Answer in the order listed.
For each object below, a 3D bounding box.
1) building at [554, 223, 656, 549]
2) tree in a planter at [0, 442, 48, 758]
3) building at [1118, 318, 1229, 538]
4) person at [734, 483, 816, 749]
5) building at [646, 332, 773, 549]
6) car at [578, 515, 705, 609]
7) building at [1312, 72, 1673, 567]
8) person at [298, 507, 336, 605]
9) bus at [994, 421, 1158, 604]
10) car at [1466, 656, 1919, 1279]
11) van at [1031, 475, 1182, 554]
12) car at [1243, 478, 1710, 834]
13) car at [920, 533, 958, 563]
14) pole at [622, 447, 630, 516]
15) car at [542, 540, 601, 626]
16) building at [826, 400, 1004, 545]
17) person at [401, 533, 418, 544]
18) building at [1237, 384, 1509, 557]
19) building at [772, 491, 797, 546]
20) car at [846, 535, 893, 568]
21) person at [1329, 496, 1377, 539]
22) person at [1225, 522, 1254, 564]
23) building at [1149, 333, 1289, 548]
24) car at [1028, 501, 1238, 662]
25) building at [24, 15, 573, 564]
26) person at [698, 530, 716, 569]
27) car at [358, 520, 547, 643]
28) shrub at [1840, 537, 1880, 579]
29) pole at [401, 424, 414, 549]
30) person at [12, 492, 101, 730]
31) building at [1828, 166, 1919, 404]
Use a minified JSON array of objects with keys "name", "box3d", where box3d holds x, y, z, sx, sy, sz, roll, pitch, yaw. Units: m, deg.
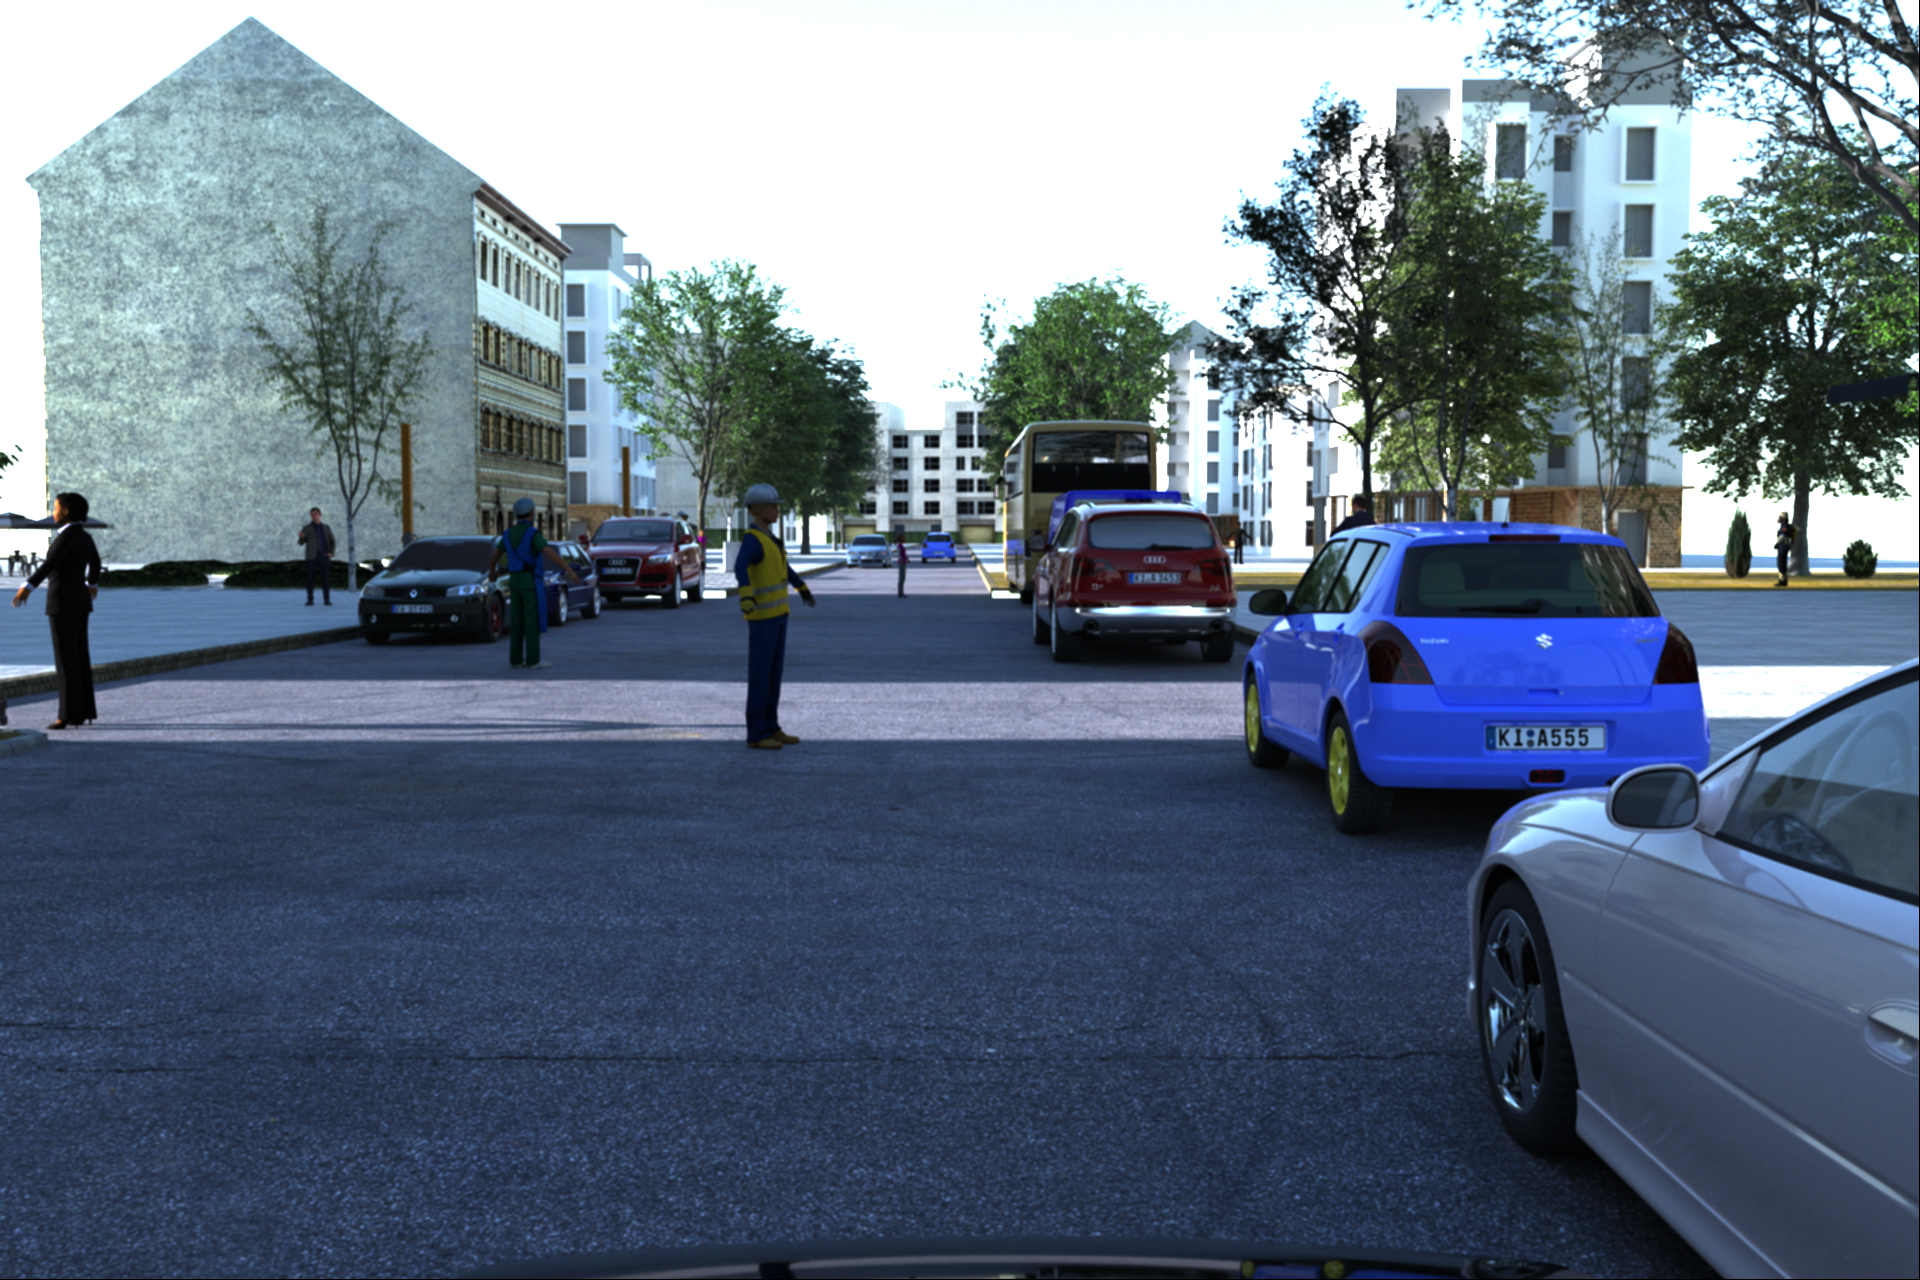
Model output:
[{"name":"building","box3d":[-25.943,-15.303,106.622,16.016,20.090,11.380,0,4,0]},{"name":"tree in a planter","box3d":[-7.133,-0.847,11.078,1.991,3.239,1.994,0,4,0]},{"name":"building","box3d":[23.794,-21.717,185.997,19.493,23.208,18.063,0,4,0]},{"name":"person","box3d":[-1.236,-0.168,11.675,0.721,1.772,1.216,1,4,15]},{"name":"building","box3d":[-28.182,-18.418,167.594,16.747,18.905,31.486,0,4,0]},{"name":"car","box3d":[-6.433,-1.610,35.004,2.281,1.827,5.304,0,4,0]},{"name":"building","box3d":[21.112,-13.509,77.299,16.016,20.090,11.380,0,4,0]},{"name":"person","box3d":[-11.516,-1.495,31.015,0.617,1.759,0.750,-1,4,-17]},{"name":"bus","box3d":[2.386,-2.873,38.520,2.896,3.916,12.252,0,4,-1]},{"name":"car","box3d":[2.207,0.597,2.599,2.083,1.381,4.827,0,4,0]},{"name":"van","box3d":[2.279,-1.355,26.543,2.240,2.365,5.245,0,3,0]},{"name":"car","box3d":[2.633,0.000,9.585,1.945,1.707,3.694,0,4,0]},{"name":"car","box3d":[-1.046,-4.672,85.977,1.945,1.707,3.694,0,4,0]},{"name":"pole","box3d":[-7.814,-2.860,40.606,0.158,3.312,0.155,0,3,0]},{"name":"car","box3d":[-7.018,-0.952,28.141,1.945,1.354,3.894,0,4,0]},{"name":"building","box3d":[-1.236,-22.417,235.427,31.486,18.905,16.747,0,4,6]},{"name":"person","box3d":[-22.225,-3.904,69.957,1.348,1.813,0.705,3,5,40]},{"name":"building","box3d":[22.352,-9.473,97.037,9.099,9.664,28.070,0,4,0]},{"name":"building","box3d":[-23.240,-15.782,200.179,9.099,9.664,28.070,0,4,0]},{"name":"car","box3d":[-3.844,-3.789,73.959,2.014,1.417,4.499,0,4,0]},{"name":"person","box3d":[4.961,-0.958,22.160,0.683,1.767,0.568,-2,4,-24]},{"name":"person","box3d":[11.853,-4.122,73.612,1.346,1.802,0.704,2,4,33]},{"name":"building","box3d":[23.856,-19.233,170.878,16.016,20.090,11.380,0,4,0]},{"name":"car","box3d":[2.007,-0.752,20.963,2.281,1.827,5.304,0,4,-1]},{"name":"building","box3d":[-30.147,-15.419,83.037,19.493,23.208,18.063,0,4,-1]},{"name":"person","box3d":[-9.338,-3.275,62.810,0.991,1.433,0.599,-1,4,-17]},{"name":"car","box3d":[-6.970,-0.873,24.053,2.009,1.686,4.222,0,3,0]},{"name":"shrub","box3d":[25.740,-2.350,49.541,1.383,1.207,1.383,0,3,0]},{"name":"pole","box3d":[-10.236,-2.340,32.109,0.158,3.312,0.155,0,3,0]},{"name":"person","box3d":[-6.656,-0.222,12.811,0.721,1.740,1.216,0,4,-4]},{"name":"building","box3d":[25.079,-17.298,28.942,12.429,33.558,17.177,0,4,0]}]
